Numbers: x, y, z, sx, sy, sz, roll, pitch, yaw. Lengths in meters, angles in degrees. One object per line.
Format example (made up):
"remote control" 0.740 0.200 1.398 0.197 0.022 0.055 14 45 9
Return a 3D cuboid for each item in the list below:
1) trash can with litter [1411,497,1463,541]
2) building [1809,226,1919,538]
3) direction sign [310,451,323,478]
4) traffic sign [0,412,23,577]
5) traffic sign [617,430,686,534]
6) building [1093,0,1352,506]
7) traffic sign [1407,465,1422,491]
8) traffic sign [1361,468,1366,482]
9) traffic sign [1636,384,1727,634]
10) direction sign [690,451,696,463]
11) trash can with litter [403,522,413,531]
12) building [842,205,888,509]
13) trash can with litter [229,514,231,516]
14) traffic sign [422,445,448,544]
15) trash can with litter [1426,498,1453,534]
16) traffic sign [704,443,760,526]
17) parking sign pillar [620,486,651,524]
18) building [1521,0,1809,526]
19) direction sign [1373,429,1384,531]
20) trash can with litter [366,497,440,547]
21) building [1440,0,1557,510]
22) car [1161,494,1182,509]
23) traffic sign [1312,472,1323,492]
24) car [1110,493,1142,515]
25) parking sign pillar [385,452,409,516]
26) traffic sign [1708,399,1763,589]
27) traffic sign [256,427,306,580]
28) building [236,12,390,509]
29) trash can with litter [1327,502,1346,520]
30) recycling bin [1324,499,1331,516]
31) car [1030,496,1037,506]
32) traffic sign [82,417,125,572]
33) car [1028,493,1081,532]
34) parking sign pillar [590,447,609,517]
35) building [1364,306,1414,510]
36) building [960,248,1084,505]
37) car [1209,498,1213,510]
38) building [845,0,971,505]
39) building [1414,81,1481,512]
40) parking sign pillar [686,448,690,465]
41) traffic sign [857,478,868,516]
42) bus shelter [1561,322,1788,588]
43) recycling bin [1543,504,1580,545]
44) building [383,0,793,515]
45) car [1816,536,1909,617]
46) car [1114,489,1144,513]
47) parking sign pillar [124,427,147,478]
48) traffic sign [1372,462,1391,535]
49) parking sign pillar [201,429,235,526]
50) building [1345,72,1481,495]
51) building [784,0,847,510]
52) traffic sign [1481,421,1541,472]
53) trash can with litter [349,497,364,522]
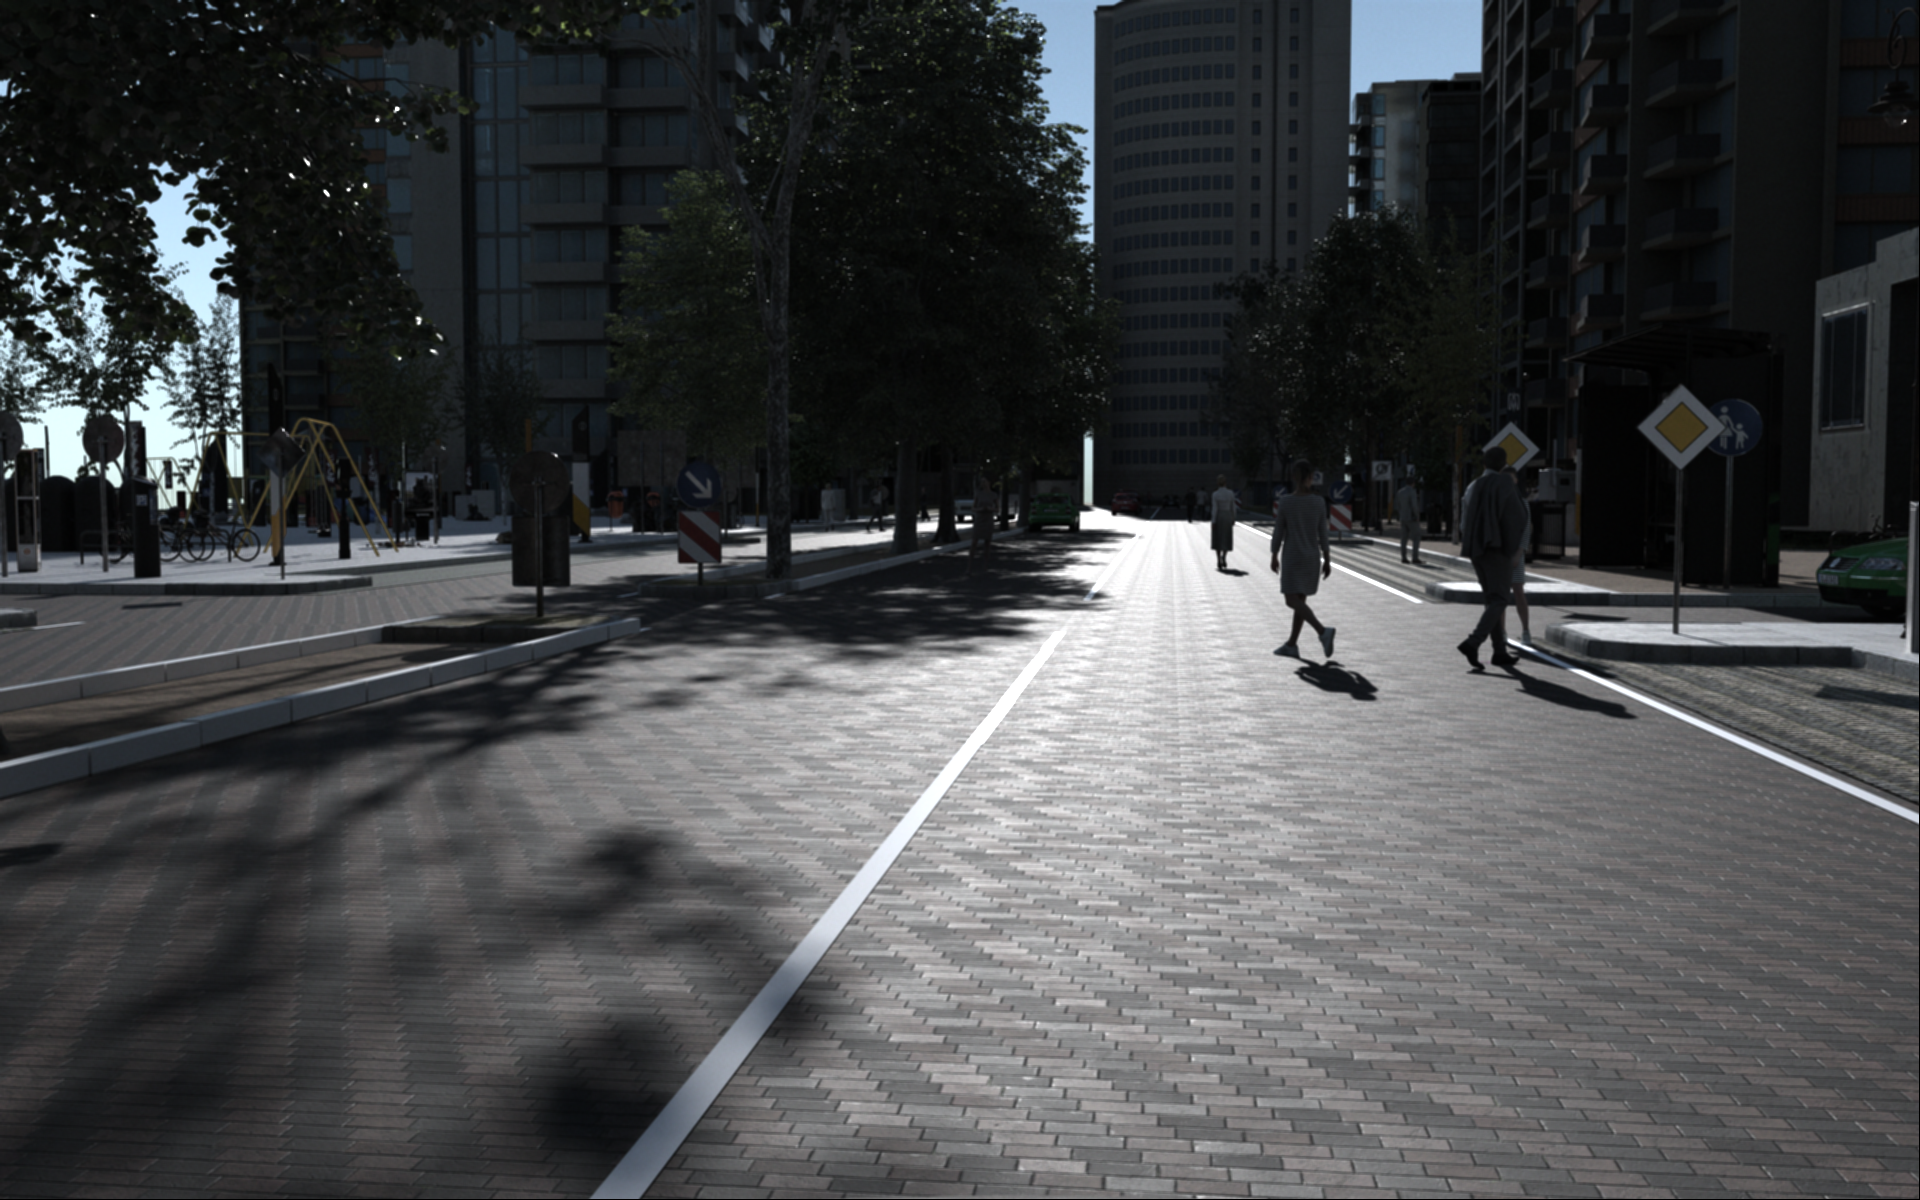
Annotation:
"trash can with litter" 13.281 -2.254 47.904 2.233 1.210 1.678 -2 4 -24
"building" 38.529 -44.380 38.292 31.000 86.520 22.319 0 4 7
"direction sign" -34.183 -6.115 91.977 0.379 3.537 0.876 2 4 35
"traffic sign" -14.809 -1.631 26.776 0.768 2.556 0.104 1 4 14
"traffic sign" -9.833 -3.754 55.251 2.265 3.308 0.079 1 4 9
"building" 29.767 -40.318 201.190 28.212 58.520 21.231 0 4 7
"traffic sign" 15.703 -3.523 59.733 0.606 2.300 0.079 1 4 16
"traffic sign" 19.192 -4.958 81.161 0.768 2.556 0.104 1 4 11
"traffic sign" 6.579 -0.748 15.867 0.795 2.450 0.064 0 4 7
"direction sign" -13.677 -5.920 88.795 0.379 3.537 0.876 1 4 12
"trash can with litter" -19.115 -3.016 60.694 1.055 1.170 0.624 -1 4 -20
"building" -14.145 -23.772 160.376 14.107 30.474 14.160 0 4 7
"trash can with litter" -40.926 -5.141 95.110 2.233 1.210 1.678 0 4 6
"traffic sign" -13.551 -2.727 44.690 0.768 2.556 0.104 1 4 17
"trash can with litter" 15.633 -2.737 56.133 1.055 1.170 0.624 1 4 18
"traffic sign" -9.068 -4.585 68.831 2.265 3.308 0.079 1 4 11
"parking sign pillar" -14.035 -5.295 75.045 1.447 3.967 1.447 3 4 38
"building" 39.114 -26.053 80.585 22.147 44.769 28.867 0 4 7
"direction sign" 14.746 -4.217 60.953 0.379 3.537 0.876 0 4 -2
"trash can with litter" -13.699 -1.921 42.461 1.678 1.210 2.233 -1 4 -21
"building" 41.831 -40.792 105.200 20.563 71.187 20.611 0 4 7
"car" 20.774 -9.818 170.308 2.009 1.686 4.222 0 4 7
"traffic sign" 16.116 -4.668 78.449 0.606 2.300 0.079 1 4 12
"car" 11.263 -6.646 117.698 2.155 1.783 4.494 0 4 7
"parking sign pillar" -33.205 -6.960 102.273 1.447 3.967 1.447 -1 4 -19
"traffic sign" 10.351 -1.419 23.308 0.768 2.556 0.104 1 4 15
"traffic sign" -10.170 -1.365 25.957 0.795 2.450 0.064 0 4 7
"building" -50.193 -30.904 159.902 28.867 44.769 22.147 0 4 7
"trash can with litter" 19.133 -4.584 86.006 1.678 1.210 2.233 -1 4 -18
"recycling bin" 20.275 -5.138 96.556 0.722 1.027 0.722 0 4 1
"car" 5.221 -6.441 117.897 1.945 1.354 3.894 1 4 8
"traffic sign" -14.098 -1.737 28.508 0.768 2.556 0.104 1 4 10
"car" 3.663 -3.544 66.744 1.959 1.807 4.718 0 4 7
"parking sign pillar" -20.791 -6.798 99.616 1.447 3.967 1.447 2 4 30
"building" 49.709 -18.386 145.652 27.650 21.520 28.899 0 4 7
"building" 7.345 -26.351 202.532 14.107 30.474 14.160 0 4 7
"car" 23.327 -8.905 155.380 2.009 1.686 4.222 1 4 8
"building" -10.008 -46.921 205.404 20.611 71.187 20.563 0 4 7
"building" 39.638 -21.557 124.162 14.160 30.474 14.107 0 4 7
"parking sign pillar" -15.954 -6.891 101.144 1.447 3.967 1.447 -1 4 -10
"traffic sign" -5.699 -6.164 100.782 0.884 2.594 0.081 1 4 9
"bus shelter" 10.821 -2.168 26.731 1.731 3.624 6.357 0 4 7
"recycling bin" 15.201 -1.901 43.638 0.722 1.027 0.722 -2 4 -27
"building" -24.188 -30.505 118.366 23.786 49.044 30.456 0 4 7
"car" 12.112 -0.642 19.293 4.718 1.807 1.959 0 4 5
"car" 12.899 -7.566 132.374 2.281 1.827 5.304 0 4 5
"parking sign pillar" -32.750 -4.913 68.800 1.447 3.967 1.447 0 4 -6
"traffic sign" 13.023 -3.144 53.536 0.606 2.300 0.079 1 4 8
"parking sign pillar" -30.629 -5.057 71.149 1.447 3.967 1.447 0 4 6
"building" 59.084 -35.472 199.572 30.456 49.044 23.786 0 4 7
"building" -17.301 -29.968 140.095 14.600 45.320 14.200 0 4 7
"traffic sign" 7.542 -1.232 23.794 0.795 2.450 0.064 0 4 7
"trash can with litter" -27.800 -4.156 79.343 1.055 1.170 0.624 2 4 28
